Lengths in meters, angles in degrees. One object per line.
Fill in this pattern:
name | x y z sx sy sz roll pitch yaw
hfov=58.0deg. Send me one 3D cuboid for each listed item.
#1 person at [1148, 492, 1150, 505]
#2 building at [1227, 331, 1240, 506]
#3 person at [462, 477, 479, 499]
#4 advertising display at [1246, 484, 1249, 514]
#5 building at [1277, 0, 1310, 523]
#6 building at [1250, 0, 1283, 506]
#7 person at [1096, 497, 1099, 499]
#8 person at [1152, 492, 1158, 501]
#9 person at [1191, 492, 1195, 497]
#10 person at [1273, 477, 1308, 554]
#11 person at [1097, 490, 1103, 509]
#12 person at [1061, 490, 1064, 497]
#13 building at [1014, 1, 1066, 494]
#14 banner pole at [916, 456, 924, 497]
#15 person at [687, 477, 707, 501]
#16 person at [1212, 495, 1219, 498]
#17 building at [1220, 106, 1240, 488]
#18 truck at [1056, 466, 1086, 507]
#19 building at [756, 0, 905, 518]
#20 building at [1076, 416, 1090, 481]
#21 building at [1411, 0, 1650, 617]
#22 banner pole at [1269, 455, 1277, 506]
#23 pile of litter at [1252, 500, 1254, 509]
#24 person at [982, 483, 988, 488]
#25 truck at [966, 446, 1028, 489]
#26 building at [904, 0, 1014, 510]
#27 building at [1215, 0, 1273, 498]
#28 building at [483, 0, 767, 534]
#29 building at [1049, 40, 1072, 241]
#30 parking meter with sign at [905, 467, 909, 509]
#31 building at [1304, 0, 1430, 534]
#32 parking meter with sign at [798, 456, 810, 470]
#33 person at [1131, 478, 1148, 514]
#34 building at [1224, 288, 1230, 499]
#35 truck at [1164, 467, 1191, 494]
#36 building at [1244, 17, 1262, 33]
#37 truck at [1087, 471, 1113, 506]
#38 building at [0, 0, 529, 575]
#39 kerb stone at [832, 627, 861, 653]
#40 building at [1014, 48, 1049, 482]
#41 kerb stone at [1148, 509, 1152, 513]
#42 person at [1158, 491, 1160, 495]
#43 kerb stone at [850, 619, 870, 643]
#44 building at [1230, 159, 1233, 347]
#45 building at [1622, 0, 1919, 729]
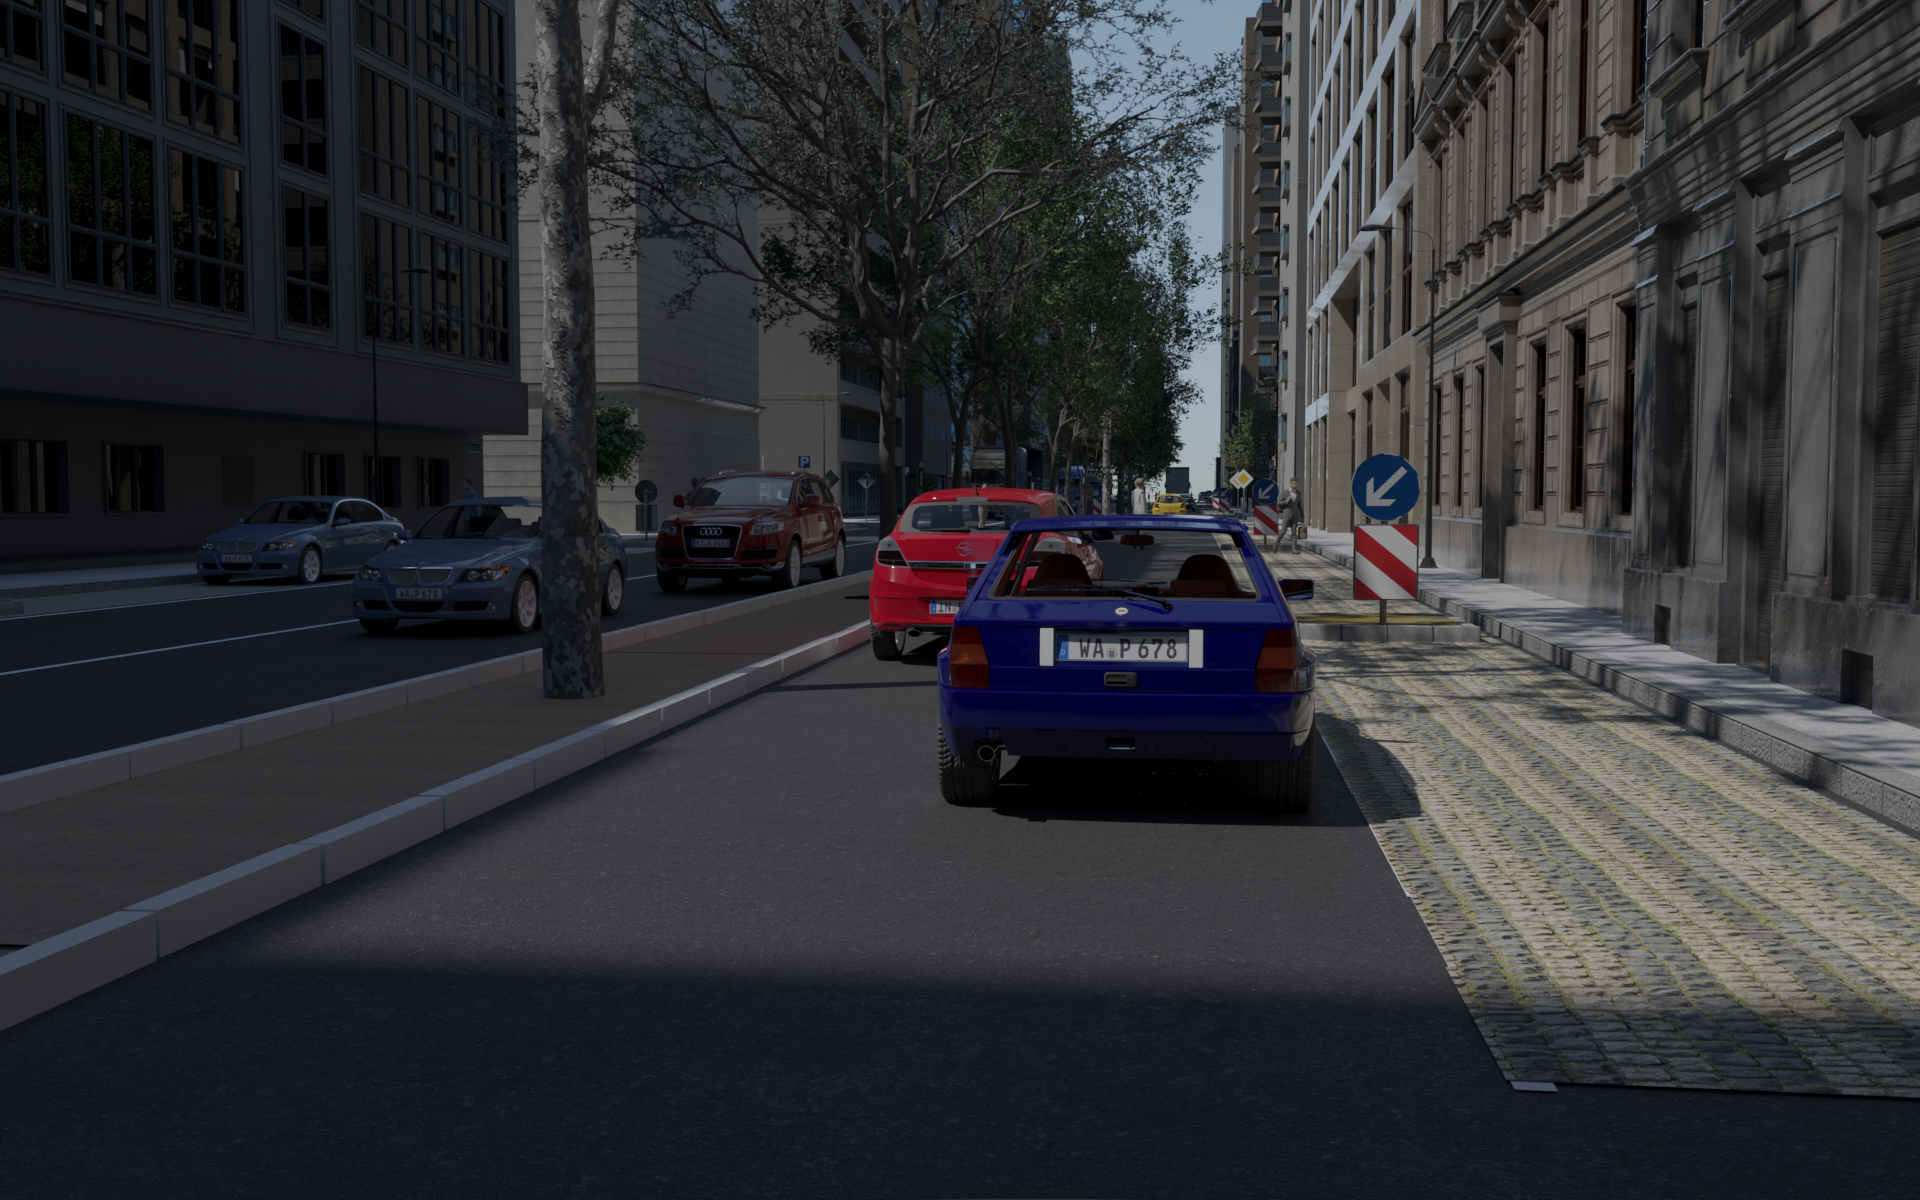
person | 24.477 -13.153 224.464 0.530 1.710 0.541 2 4 23
building | 44.519 -21.449 195.731 27.650 21.520 28.899 0 4 8
person | -9.950 -1.625 35.405 0.444 1.785 0.601 -1 4 -18
advertising display | 18.789 -6.612 113.327 0.123 1.923 0.974 0 4 5
building | 26.768 -28.232 85.288 21.600 48.544 21.300 0 4 8
building | 32.140 -28.638 122.852 22.147 44.769 28.867 0 4 8
person | 14.466 -10.597 182.681 0.541 1.710 0.530 -1 4 -9
person | 25.692 -13.354 227.558 1.217 1.743 0.721 -3 5 -39
person | 38.468 -17.068 287.564 1.348 1.823 0.705 -2 4 -34
person | 7.807 -1.988 40.960 0.622 1.834 0.822 -2 4 -25
person | 14.069 -9.885 170.208 1.350 1.814 0.705 1 4 19
person | 9.576 -9.326 160.965 0.705 1.826 1.348 0 4 2
building | 5.098 -57.442 251.854 22.319 86.520 31.000 0 4 8
banner pole | -2.642 -7.548 113.425 0.401 3.779 0.863 3 5 43
person | -5.978 -1.929 40.009 0.573 1.828 0.580 1 4 21
person | 26.547 -10.489 180.540 0.990 1.755 0.434 -1 4 -16
building | 50.126 -44.028 261.850 21.231 58.520 28.212 0 4 8
truck | 11.369 -11.183 172.599 2.967 4.110 18.799 0 4 6
building | -15.405 -29.036 98.441 21.300 48.544 21.600 0 4 8
building | 15.098 -39.517 296.220 14.600 45.320 14.200 0 4 8
building | 12.574 -9.776 24.460 10.561 19.102 19.286 0 4 8
banner pole | 20.002 -7.372 110.546 0.401 3.779 0.863 -2 4 -35
pile of litter | 24.915 -8.219 148.351 1.176 0.858 1.719 0 4 8
person | 0.769 -2.858 55.567 0.374 1.781 0.599 3 5 40
truck | 2.305 -6.974 102.930 2.839 4.237 11.283 0 4 7
building | -3.033 -30.360 146.494 14.600 45.320 14.200 0 4 8
building | 54.687 -59.829 290.880 22.319 86.520 31.000 0 4 8
building | -30.505 -17.674 65.377 44.131 29.872 17.030 0 4 8
building | 9.550 -51.388 278.441 20.563 71.187 20.611 0 4 8
parking meter with sign | -4.154 -7.079 112.007 1.738 3.016 0.543 2 4 30
building | 20.965 -15.016 50.024 19.350 26.468 34.151 0 4 8
parking meter with sign | -7.459 -5.116 79.909 0.543 3.016 1.738 -2 4 -25
person | 4.583 -2.208 44.485 0.514 1.842 0.818 2 4 34
building | 43.987 -28.756 241.869 14.160 30.474 14.107 0 4 8
truck | 23.081 -11.923 183.855 2.839 4.237 11.283 0 4 7
building | 33.023 -31.202 160.263 14.600 45.320 14.200 0 4 8
truck | 16.866 -13.507 209.749 2.839 4.237 11.283 1 4 9
building | -19.561 -14.702 33.889 14.314 27.812 24.014 0 4 8
kerb stone | -1.095 0.383 16.032 0.120 0.150 1.000 0 4 8
building | -3.518 -38.000 210.533 28.713 52.752 27.495 0 4 8
kerb stone | 15.776 -7.362 142.571 0.120 0.150 1.000 0 4 8
person | 24.533 -12.479 212.401 0.599 1.838 0.709 1 4 10
kerb stone | -0.966 0.315 17.049 0.120 0.150 1.000 0 4 8
building | 41.017 -34.703 217.497 14.600 45.320 14.200 0 4 8
building | 9.571 -9.587 5.894 9.793 20.994 18.267 0 4 8
